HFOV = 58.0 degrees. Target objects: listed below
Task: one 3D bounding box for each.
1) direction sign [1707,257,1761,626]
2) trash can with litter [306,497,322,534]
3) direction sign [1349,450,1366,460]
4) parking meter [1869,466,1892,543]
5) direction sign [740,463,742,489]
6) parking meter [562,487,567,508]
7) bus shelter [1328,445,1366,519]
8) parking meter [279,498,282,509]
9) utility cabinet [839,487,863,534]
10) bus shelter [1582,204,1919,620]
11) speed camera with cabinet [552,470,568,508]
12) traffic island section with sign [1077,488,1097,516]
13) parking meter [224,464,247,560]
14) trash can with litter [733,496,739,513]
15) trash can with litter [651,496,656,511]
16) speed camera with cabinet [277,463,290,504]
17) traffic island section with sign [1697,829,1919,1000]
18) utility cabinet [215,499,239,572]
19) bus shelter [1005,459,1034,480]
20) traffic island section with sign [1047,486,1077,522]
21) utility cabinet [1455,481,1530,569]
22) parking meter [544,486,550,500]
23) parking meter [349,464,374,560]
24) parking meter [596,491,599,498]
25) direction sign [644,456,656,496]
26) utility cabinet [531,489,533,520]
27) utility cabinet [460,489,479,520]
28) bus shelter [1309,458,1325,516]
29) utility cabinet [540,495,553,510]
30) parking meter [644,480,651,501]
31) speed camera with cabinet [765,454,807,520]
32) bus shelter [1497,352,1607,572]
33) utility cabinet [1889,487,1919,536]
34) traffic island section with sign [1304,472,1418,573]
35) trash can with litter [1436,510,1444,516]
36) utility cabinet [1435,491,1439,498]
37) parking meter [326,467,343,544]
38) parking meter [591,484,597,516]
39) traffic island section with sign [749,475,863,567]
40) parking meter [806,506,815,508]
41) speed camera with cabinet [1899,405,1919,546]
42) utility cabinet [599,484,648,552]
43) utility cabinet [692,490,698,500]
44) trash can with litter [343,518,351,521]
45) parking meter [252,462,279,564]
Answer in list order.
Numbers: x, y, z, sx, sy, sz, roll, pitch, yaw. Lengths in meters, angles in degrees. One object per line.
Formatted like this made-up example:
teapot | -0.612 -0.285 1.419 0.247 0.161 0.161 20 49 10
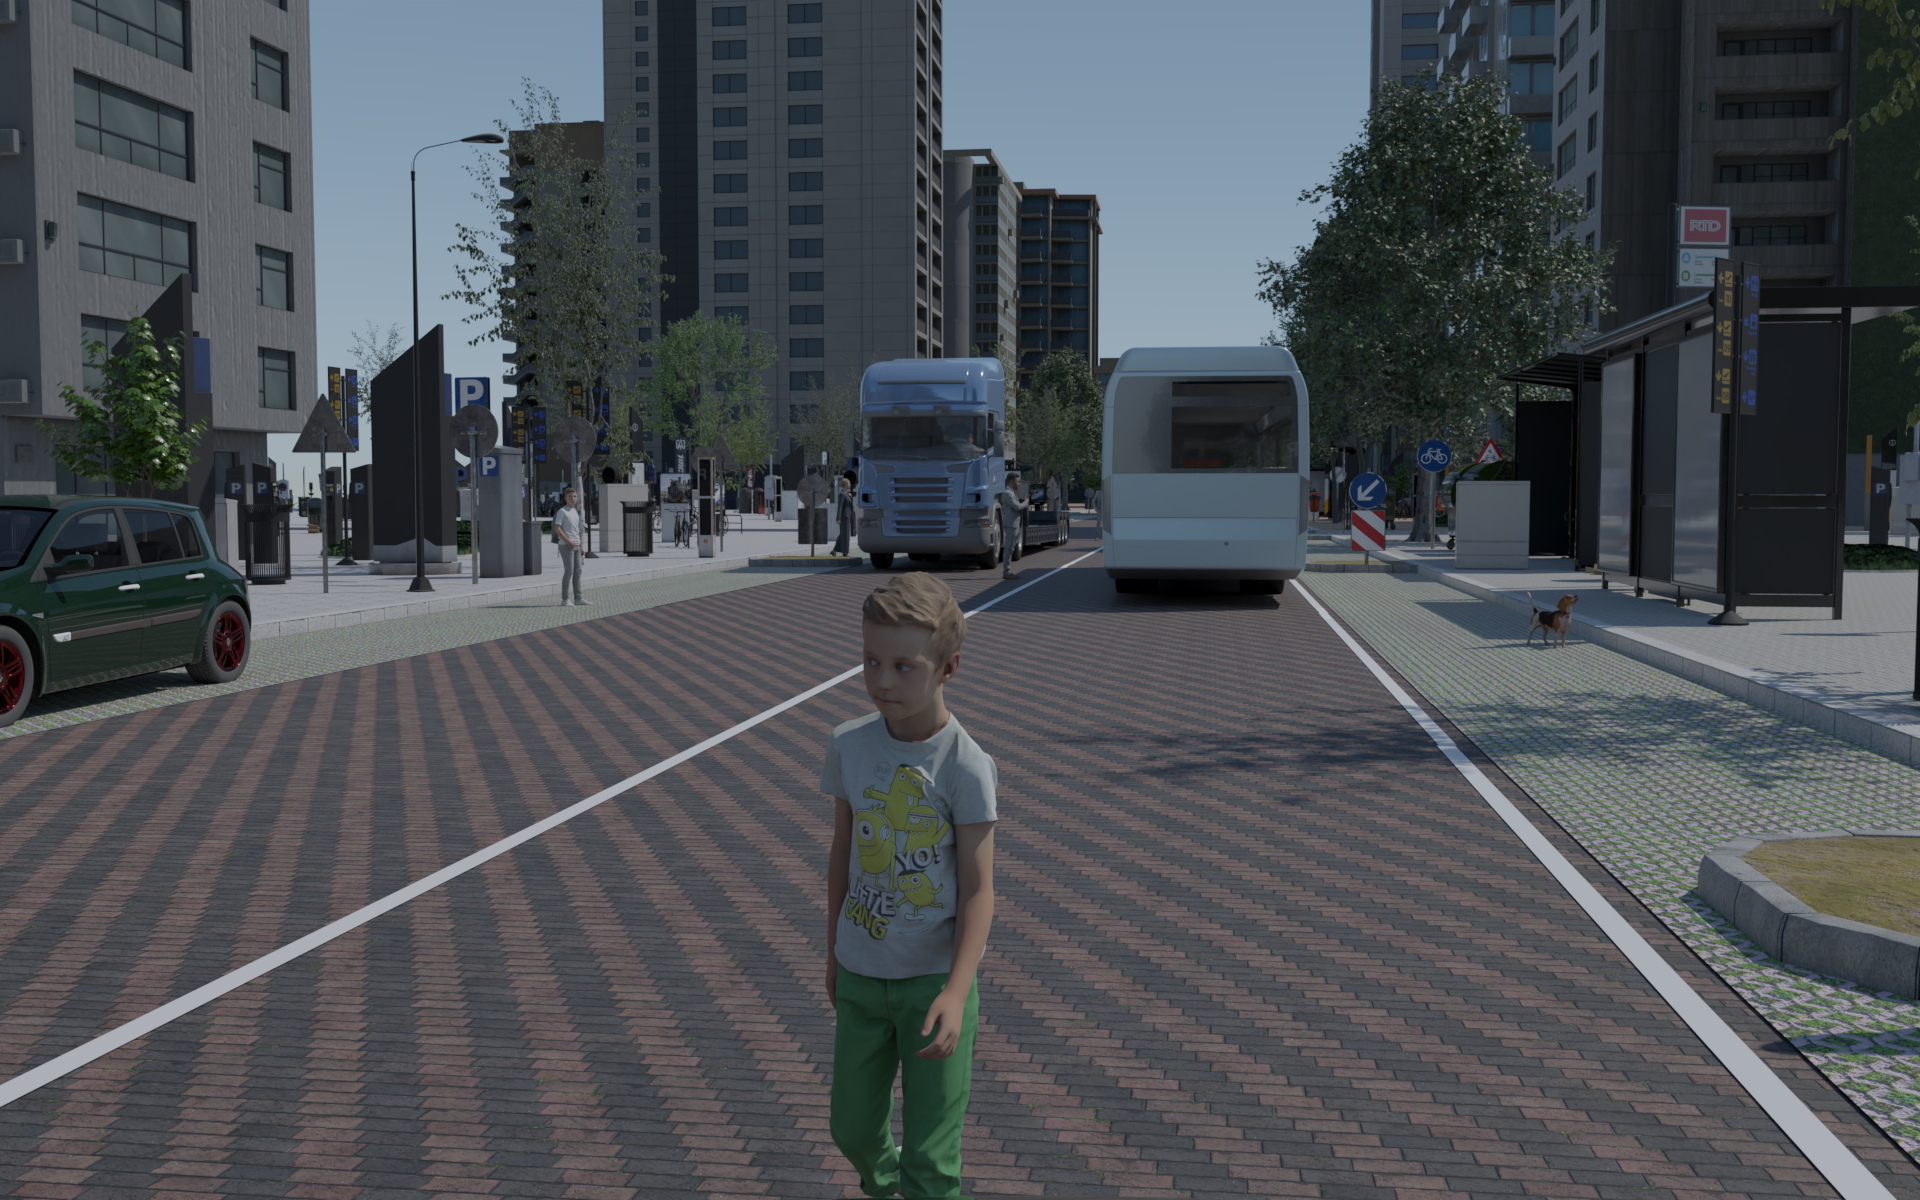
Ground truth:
direction sign | 7.550 -1.524 16.915 0.876 3.537 0.379 -3 5 -40
trash can with litter | -21.038 -2.766 56.618 0.624 1.170 1.055 -1 4 -17
direction sign | 20.398 -5.927 88.896 0.876 3.537 0.379 1 4 16
parking meter | 19.060 -1.844 35.856 0.399 1.863 0.255 2 4 28
direction sign | -16.219 -8.341 128.379 0.379 3.537 0.876 -1 4 -18
parking meter | -31.391 -8.062 137.519 0.399 1.863 0.255 -3 5 -41
bus shelter | 18.805 -5.733 85.020 1.731 3.624 6.357 0 4 8
parking meter | -47.929 -6.947 121.999 0.372 1.533 0.369 0 3 0
utility cabinet | -3.266 -2.799 54.438 1.173 1.500 0.318 3 5 41
bus shelter | 9.279 -2.700 21.779 2.179 5.291 8.768 0 4 8
speed camera with cabinet | -32.277 -8.922 140.208 0.660 3.252 2.038 1 4 15
traffic island section with sign | 8.672 -6.533 115.436 1.989 1.847 2.006 1 4 8
parking meter | -14.002 -1.699 33.493 0.399 1.863 0.255 -1 4 -21
trash can with litter | -14.807 -6.641 119.634 2.233 1.210 1.678 -2 4 -26
trash can with litter | -22.664 -7.025 126.239 1.055 1.170 0.624 0 4 7
speed camera with cabinet | -43.546 -7.049 109.580 2.038 3.252 0.660 -1 4 -12
traffic island section with sign | 3.540 0.190 5.529 1.989 1.847 2.006 1 4 8
utility cabinet | -10.493 -0.778 23.878 1.020 1.237 0.306 0 4 8
bus shelter | 3.181 -6.731 103.979 2.014 3.302 5.546 0 4 8
traffic island section with sign | 4.802 -4.901 88.759 1.989 1.847 2.006 1 4 8
utility cabinet | 9.059 -1.273 29.489 1.173 1.500 0.318 1 4 11
parking meter | -28.354 -6.922 118.891 0.255 1.863 0.399 -2 4 -34
parking meter | -11.588 -1.702 33.534 0.399 1.863 0.255 0 4 3
parking meter | -25.629 -6.969 122.346 0.372 1.533 0.369 0 3 0
direction sign | -18.552 -6.749 102.337 0.876 3.537 0.379 -1 4 -15
utility cabinet | -19.331 -4.108 75.840 1.173 1.500 0.318 0 4 -7
utility cabinet | -22.239 -4.273 78.548 1.173 1.500 0.318 3 5 44
bus shelter | 20.566 -6.405 98.646 2.014 3.302 5.546 1 4 8
utility cabinet | -30.565 -7.155 128.152 0.306 1.237 1.020 2 4 30
parking meter | -12.419 -3.836 68.434 0.399 1.863 0.255 -3 5 -43
speed camera with cabinet | -8.731 -5.618 86.197 2.038 3.252 0.660 2 4 31
bus shelter | 11.159 -2.467 31.620 1.731 3.624 6.357 1 4 8
utility cabinet | 28.702 -2.669 52.318 0.318 1.500 1.173 -1 4 -21
traffic island section with sign | 7.405 -1.442 32.207 1.989 1.847 2.006 1 4 8
trash can with litter | 28.117 -5.531 101.489 2.233 1.210 1.678 -1 4 -21
utility cabinet | 31.653 -6.548 115.741 0.318 1.500 1.173 0 4 -2
parking meter | -13.227 -1.886 36.541 0.255 1.863 0.399 0 4 7
parking meter | -21.489 -5.872 101.715 0.255 1.863 0.399 -1 4 -17
traffic island section with sign | -3.015 -1.593 34.666 1.989 1.847 2.006 1 4 8
parking meter | -7.060 -4.653 81.792 0.399 1.863 0.255 3 5 42
speed camera with cabinet | 21.609 -2.661 37.838 0.660 3.252 2.038 -1 4 -22
utility cabinet | -7.455 -1.816 38.367 0.318 1.500 1.173 3 4 38
utility cabinet | -14.089 -5.113 92.283 1.173 1.500 0.318 1 4 11
trash can with litter | -29.329 -4.356 82.276 2.233 1.210 1.678 0 4 4
parking meter | -12.804 -1.605 31.953 0.399 1.863 0.255 0 4 1
